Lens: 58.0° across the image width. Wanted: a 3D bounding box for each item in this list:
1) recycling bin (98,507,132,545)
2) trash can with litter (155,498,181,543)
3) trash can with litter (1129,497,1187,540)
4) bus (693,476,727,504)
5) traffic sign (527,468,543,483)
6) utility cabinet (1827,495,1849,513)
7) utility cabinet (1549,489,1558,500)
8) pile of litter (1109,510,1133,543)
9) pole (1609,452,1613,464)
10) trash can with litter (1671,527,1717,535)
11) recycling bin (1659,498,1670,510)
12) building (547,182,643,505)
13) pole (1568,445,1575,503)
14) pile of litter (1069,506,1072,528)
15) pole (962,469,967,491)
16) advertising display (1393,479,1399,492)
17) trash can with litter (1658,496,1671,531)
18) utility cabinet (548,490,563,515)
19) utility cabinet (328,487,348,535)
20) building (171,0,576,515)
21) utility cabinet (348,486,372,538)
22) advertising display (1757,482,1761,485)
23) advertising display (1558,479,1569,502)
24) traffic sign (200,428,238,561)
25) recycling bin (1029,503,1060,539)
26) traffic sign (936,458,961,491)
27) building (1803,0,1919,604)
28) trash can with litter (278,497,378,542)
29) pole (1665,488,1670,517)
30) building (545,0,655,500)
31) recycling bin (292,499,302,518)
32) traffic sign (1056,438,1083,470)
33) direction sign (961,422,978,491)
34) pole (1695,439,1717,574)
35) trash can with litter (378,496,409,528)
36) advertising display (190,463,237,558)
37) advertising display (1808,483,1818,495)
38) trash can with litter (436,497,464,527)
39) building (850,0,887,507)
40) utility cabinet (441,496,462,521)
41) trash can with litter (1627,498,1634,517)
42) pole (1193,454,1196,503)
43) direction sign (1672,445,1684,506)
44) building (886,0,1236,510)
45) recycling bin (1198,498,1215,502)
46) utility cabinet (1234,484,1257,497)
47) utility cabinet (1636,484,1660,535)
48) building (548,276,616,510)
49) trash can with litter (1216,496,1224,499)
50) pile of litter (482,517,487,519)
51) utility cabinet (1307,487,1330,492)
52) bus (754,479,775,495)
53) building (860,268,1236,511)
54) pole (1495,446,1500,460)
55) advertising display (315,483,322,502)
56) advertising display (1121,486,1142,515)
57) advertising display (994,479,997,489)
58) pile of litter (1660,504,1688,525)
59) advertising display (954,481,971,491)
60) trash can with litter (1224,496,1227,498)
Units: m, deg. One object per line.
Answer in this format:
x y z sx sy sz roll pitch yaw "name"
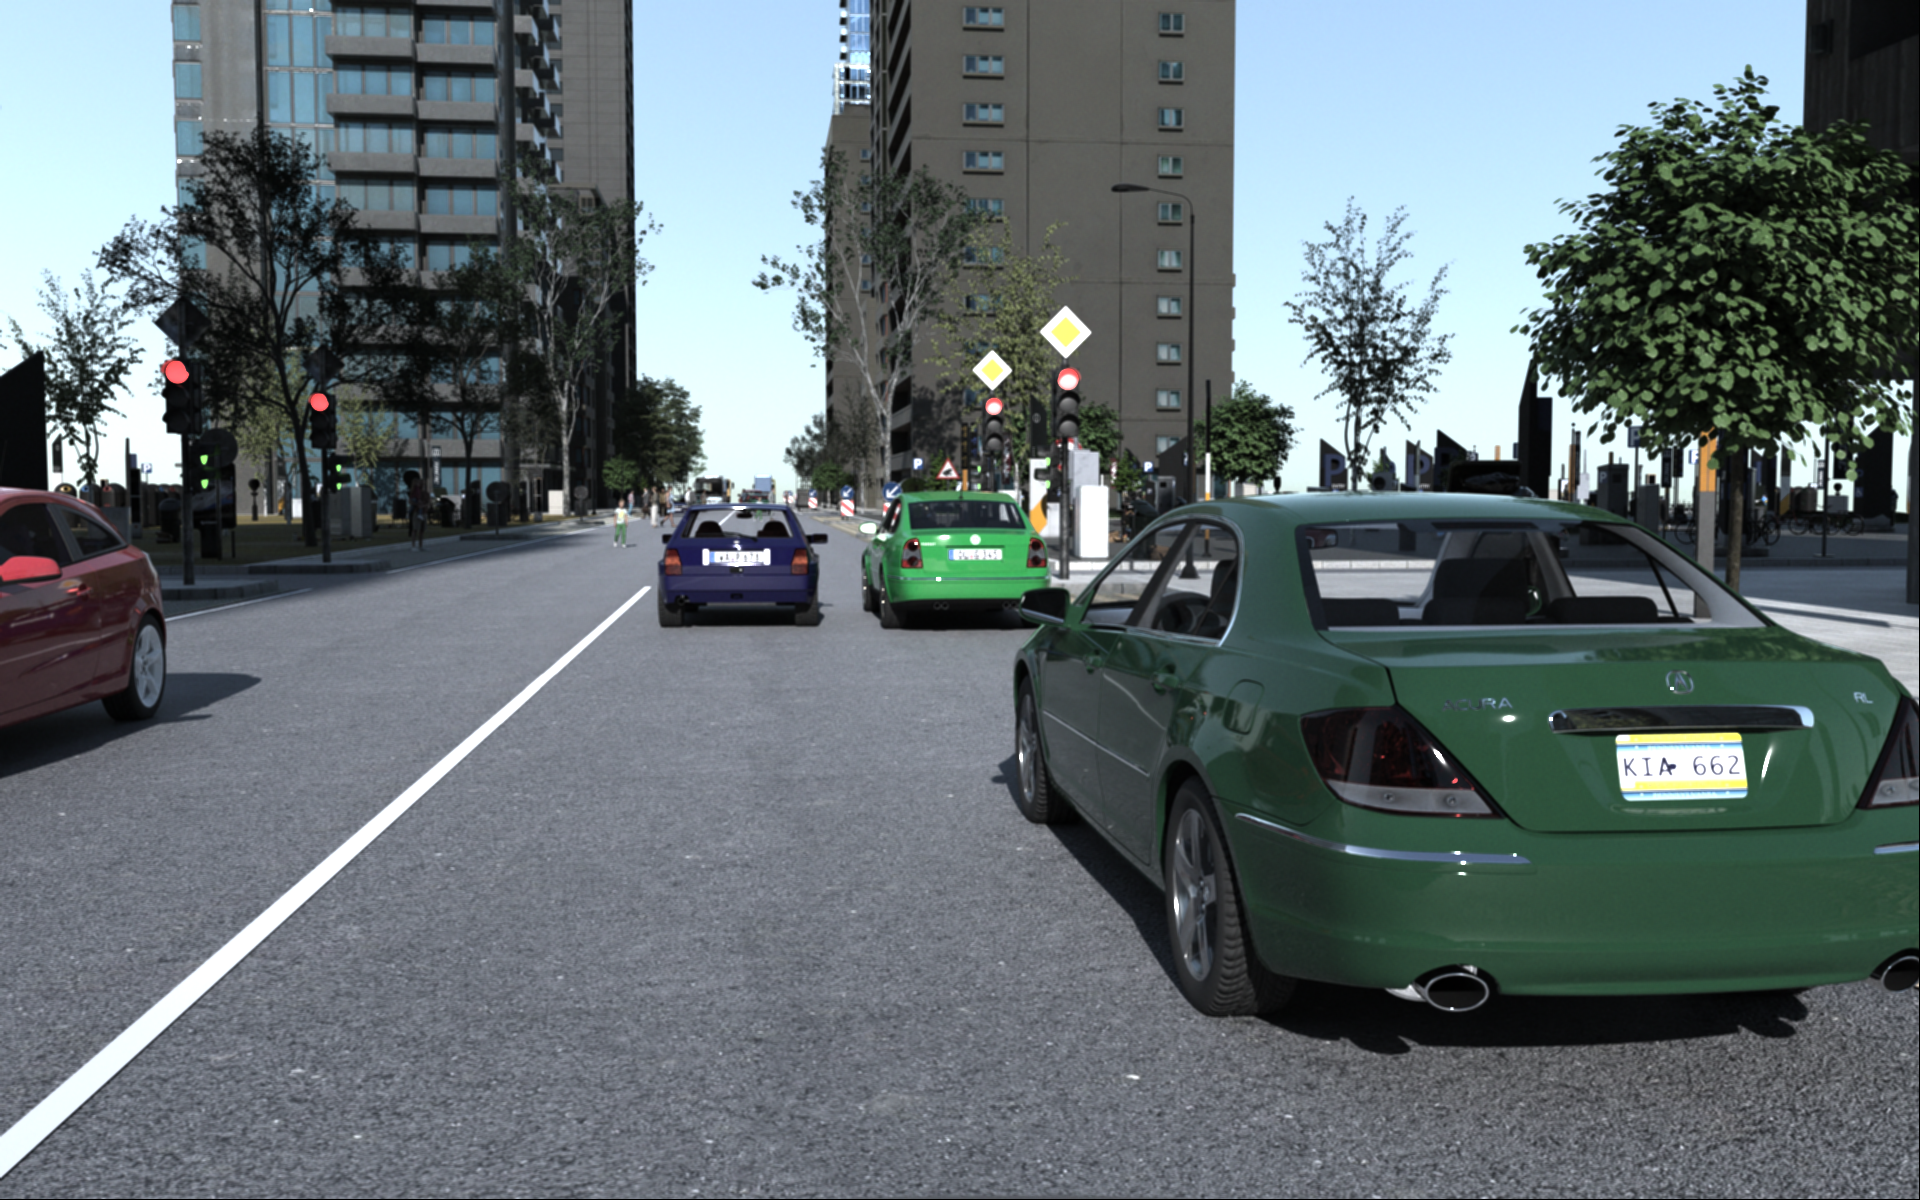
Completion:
-16.564 -1.296 33.745 0.722 1.027 0.722 -1 4 -21 "recycling bin"
-20.687 -2.078 45.354 0.624 1.170 1.055 -1 4 -11 "trash can with litter"
3.799 -1.380 33.953 0.624 1.170 1.055 -3 4 -36 "trash can with litter"
-24.061 -10.565 167.600 2.948 3.499 13.247 0 4 -6 "bus"
-20.435 -5.092 83.364 0.768 2.556 0.104 0 4 -2 "traffic sign"
40.864 -4.257 80.770 0.306 1.237 1.020 -2 4 -30 "utility cabinet"
28.074 -4.484 81.987 1.173 1.500 0.318 1 4 21 "utility cabinet"
4.264 -1.978 46.298 1.176 0.858 1.719 3 5 41 "pile of litter"
31.394 -5.489 83.585 0.158 3.312 0.155 0 3 0 "pole"
23.650 -2.671 54.725 1.678 1.210 2.233 2 4 32 "trash can with litter"
40.639 -5.373 100.398 0.722 1.027 0.722 -3 5 -43 "recycling bin"
-53.905 -31.224 202.386 32.217 40.220 23.993 0 4 -7 "building"
25.201 -4.744 71.401 0.158 3.312 0.155 0 3 0 "pole"
4.437 -3.169 65.784 1.176 0.858 1.719 -1 4 -19 "pile of litter"
0.160 -4.046 59.991 0.158 3.312 0.155 0 3 0 "pole"
18.422 -4.213 74.089 0.974 1.923 0.123 -3 5 -41 "advertising display"
24.473 -3.089 61.563 2.233 1.210 1.678 0 4 5 "trash can with litter"
-24.287 -5.883 104.859 1.173 1.500 0.318 0 4 3 "utility cabinet"
-19.323 -2.762 53.830 0.318 1.500 1.173 -3 5 -41 "utility cabinet"
-39.953 -30.623 120.292 23.786 49.044 30.456 0 4 -7 "building"
-17.551 -2.577 50.805 0.318 1.500 1.173 -2 4 -34 "utility cabinet"
42.986 -5.365 92.930 0.974 1.923 0.123 -3 5 -43 "advertising display"
25.529 -4.149 73.050 0.974 1.923 0.123 -3 5 -41 "advertising display"
-14.290 -2.034 33.366 0.768 2.556 0.104 0 4 -3 "traffic sign"
2.453 -2.309 50.311 0.722 1.027 0.722 -1 4 -21 "recycling bin"
-0.422 -3.755 61.399 0.884 2.594 0.081 0 4 1 "traffic sign"
16.749 -15.011 17.132 14.160 30.474 14.107 0 4 -7 "building"
-17.387 -2.229 47.504 2.233 1.210 1.678 0 4 -5 "trash can with litter"
36.280 -5.809 88.820 0.158 3.312 0.155 0 3 0 "pole"
-50.502 -48.074 224.261 20.563 71.187 20.611 0 4 -7 "building"
-35.377 -4.872 92.205 0.722 1.027 0.722 -2 4 -27 "recycling bin"
2.372 -2.357 38.636 0.768 2.556 0.104 0 4 2 "traffic sign"
0.295 -3.837 54.724 0.379 3.537 0.876 -2 4 -34 "direction sign"
7.696 -1.468 17.844 0.158 3.312 0.155 0 3 0 "pole"
-21.687 -3.355 65.905 2.233 1.210 1.678 0 4 -2 "trash can with litter"
-15.009 -1.801 34.658 0.974 1.923 0.123 -1 4 -15 "advertising display"
49.790 -5.867 101.139 0.974 1.923 0.123 -3 5 -39 "advertising display"
-19.624 -3.387 66.759 0.624 1.170 1.055 2 4 33 "trash can with litter"
-0.237 -44.835 171.302 20.563 71.187 20.611 0 4 -7 "building"
-22.262 -3.957 75.865 0.306 1.237 1.020 2 4 24 "utility cabinet"
37.981 -5.311 98.221 1.055 1.170 0.624 1 4 14 "trash can with litter"
8.393 -4.187 62.305 0.158 3.312 0.155 0 3 0 "pole"
33.538 -5.441 80.959 0.876 3.537 0.379 -3 4 -38 "direction sign"
6.286 -30.454 121.622 21.300 48.544 21.600 0 4 -7 "building"
14.819 -5.602 104.153 0.722 1.027 0.722 -2 4 -31 "recycling bin"
6.197 -1.766 37.561 0.318 1.500 1.173 0 4 0 "utility cabinet"
15.196 -1.813 38.323 0.318 1.500 1.173 1 4 13 "utility cabinet"
-45.220 -18.673 150.337 27.650 21.520 28.899 0 4 -7 "building"
13.335 -4.821 90.203 1.055 1.170 0.624 -3 4 -36 "trash can with litter"
-24.296 -4.684 90.550 1.176 0.858 1.719 -3 5 -39 "pile of litter"
11.179 -2.771 53.977 0.318 1.500 1.173 2 4 33 "utility cabinet"
-28.469 -15.961 252.514 2.896 3.916 12.252 -1 4 -9 "bus"
6.148 -18.572 148.693 27.650 21.520 28.899 0 4 -7 "building"
22.594 -4.833 72.867 0.158 3.312 0.155 0 3 0 "pole"
-36.301 -5.711 98.584 0.123 1.923 0.974 2 4 26 "advertising display"
7.689 -4.431 77.652 0.974 1.923 0.123 -1 4 -11 "advertising display"
1.160 -4.346 76.277 0.974 1.923 0.123 2 4 31 "advertising display"
30.218 -3.638 73.441 1.719 0.858 1.176 -2 4 -35 "pile of litter"
0.133 -4.924 85.728 0.974 1.923 0.123 -3 4 -37 "advertising display"
15.902 -5.560 101.963 2.233 1.210 1.678 1 4 8 "trash can with litter"
